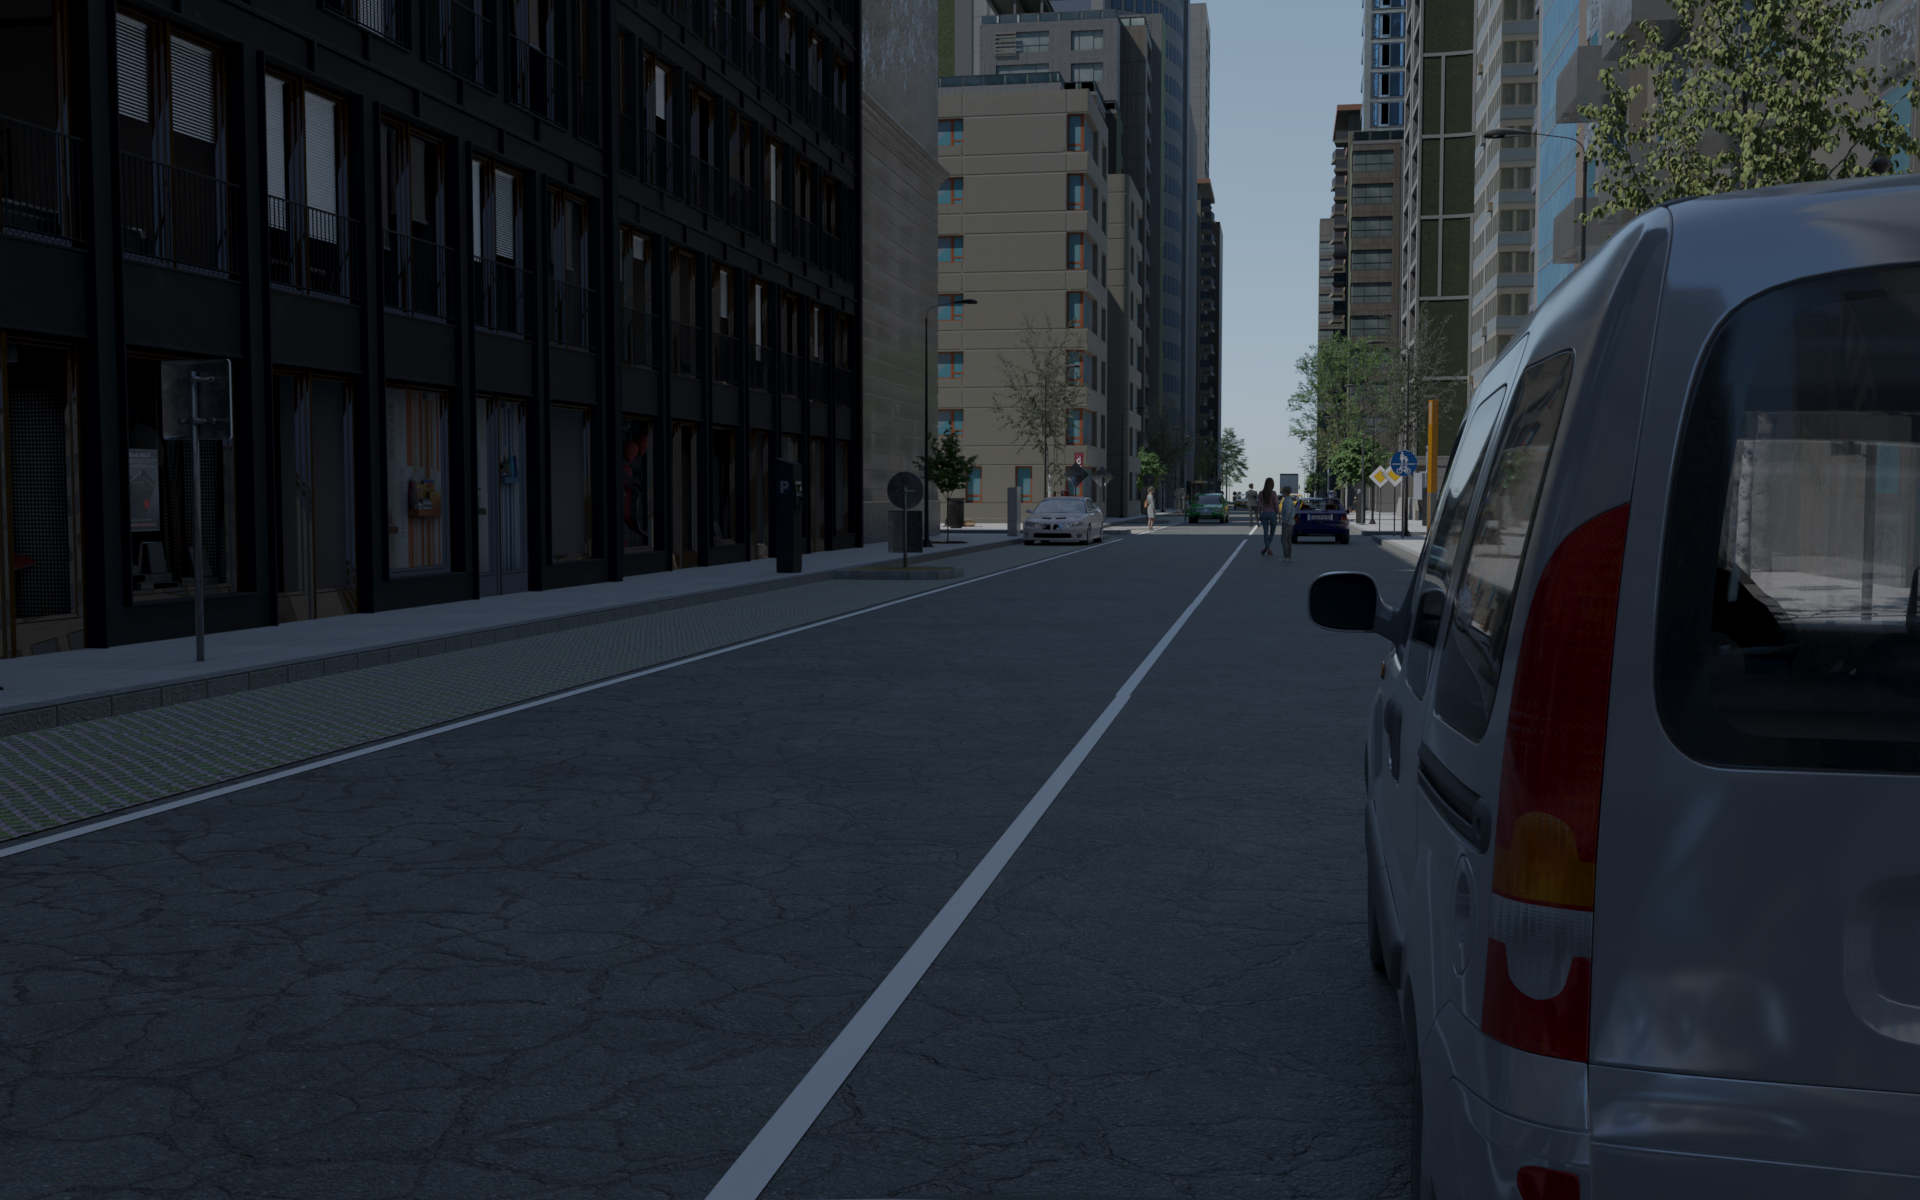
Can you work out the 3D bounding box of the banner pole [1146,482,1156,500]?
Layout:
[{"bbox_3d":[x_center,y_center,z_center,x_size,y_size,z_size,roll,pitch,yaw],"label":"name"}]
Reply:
[{"bbox_3d":[13.555,-8.156,123.365,0.863,3.779,0.401,0,3,0],"label":"banner pole"}]

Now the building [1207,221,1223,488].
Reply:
[{"bbox_3d":[34.670,-38.339,276.955,14.600,45.320,14.200,1,4,10],"label":"building"}]

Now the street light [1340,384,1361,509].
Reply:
[{"bbox_3d":[16.954,-6.166,73.352,1.470,5.913,1.316,1,4,10],"label":"street light"}]

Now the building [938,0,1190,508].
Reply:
[{"bbox_3d":[10.490,-38.109,165.089,21.231,58.520,28.212,1,4,10],"label":"building"}]

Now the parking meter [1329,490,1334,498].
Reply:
[{"bbox_3d":[25.355,-6.719,118.274,0.372,1.533,0.369,0,3,0],"label":"parking meter"}]

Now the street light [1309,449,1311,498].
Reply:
[{"bbox_3d":[30.822,-10.738,148.106,1.470,5.913,1.316,1,4,10],"label":"street light"}]

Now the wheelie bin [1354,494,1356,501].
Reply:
[{"bbox_3d":[28.350,-7.027,122.796,0.693,1.594,0.980,0,4,-3],"label":"wheelie bin"}]

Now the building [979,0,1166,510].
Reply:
[{"bbox_3d":[9.502,-28.180,144.329,14.154,41.232,14.086,1,4,10],"label":"building"}]

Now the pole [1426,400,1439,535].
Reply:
[{"bbox_3d":[10.263,-2.678,37.625,0.158,3.312,0.155,0,3,0],"label":"pole"}]

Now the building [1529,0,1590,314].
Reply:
[{"bbox_3d":[29.824,-25.355,64.666,14.200,45.320,14.600,1,4,10],"label":"building"}]

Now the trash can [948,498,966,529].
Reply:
[{"bbox_3d":[-0.149,-3.234,64.537,0.748,1.137,0.748,0,3,0],"label":"trash can"}]

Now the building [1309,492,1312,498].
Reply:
[{"bbox_3d":[72.250,-35.692,275.437,32.217,40.220,23.993,1,4,10],"label":"building"}]

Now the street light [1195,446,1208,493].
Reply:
[{"bbox_3d":[23.298,-11.964,168.156,1.470,5.913,1.316,1,4,10],"label":"street light"}]

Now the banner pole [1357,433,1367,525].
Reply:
[{"bbox_3d":[16.704,-5.007,71.879,0.401,3.779,0.863,1,4,9],"label":"banner pole"}]

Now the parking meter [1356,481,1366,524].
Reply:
[{"bbox_3d":[17.338,-4.233,74.925,0.255,1.863,0.399,-2,4,-31],"label":"parking meter"}]

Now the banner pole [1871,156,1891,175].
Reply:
[{"bbox_3d":[6.831,-1.417,13.178,0.401,3.779,0.863,0,4,1],"label":"banner pole"}]

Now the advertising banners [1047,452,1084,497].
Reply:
[{"bbox_3d":[4.432,-4.708,73.163,2.074,3.025,0.090,3,5,43],"label":"advertising banners"}]

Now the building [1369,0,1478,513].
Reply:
[{"bbox_3d":[39.684,-41.663,119.441,20.563,71.187,20.611,1,4,10],"label":"building"}]

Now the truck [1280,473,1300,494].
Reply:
[{"bbox_3d":[45.834,-15.419,241.017,2.839,4.237,11.283,1,4,12],"label":"truck"}]

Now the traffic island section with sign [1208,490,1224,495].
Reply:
[{"bbox_3d":[23.245,-9.252,159.898,1.989,1.847,2.006,1,4,10],"label":"traffic island section with sign"}]

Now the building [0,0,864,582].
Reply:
[{"bbox_3d":[-9.802,-12.509,34.208,12.332,23.373,15.834,1,4,10],"label":"building"}]

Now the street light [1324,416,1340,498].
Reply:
[{"bbox_3d":[22.430,-8.004,103.409,1.470,5.913,1.316,1,4,10],"label":"street light"}]

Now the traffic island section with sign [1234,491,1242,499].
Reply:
[{"bbox_3d":[38.353,-14.224,241.181,1.989,1.847,2.006,1,4,10],"label":"traffic island section with sign"}]

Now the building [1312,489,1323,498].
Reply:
[{"bbox_3d":[65.338,-33.299,236.322,32.217,40.220,23.993,1,4,10],"label":"building"}]

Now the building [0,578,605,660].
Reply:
[{"bbox_3d":[-12.438,-11.524,18.095,12.332,23.373,15.834,1,4,10],"label":"building"}]

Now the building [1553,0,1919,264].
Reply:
[{"bbox_3d":[24.386,-25.268,32.742,23.786,49.044,30.456,1,4,10],"label":"building"}]

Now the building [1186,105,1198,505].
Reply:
[{"bbox_3d":[19.999,-33.645,200.202,14.600,45.320,14.200,1,4,10],"label":"building"}]

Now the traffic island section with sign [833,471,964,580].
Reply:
[{"bbox_3d":[-0.991,-1.284,29.620,1.989,1.847,2.006,1,4,10],"label":"traffic island section with sign"}]

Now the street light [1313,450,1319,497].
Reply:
[{"bbox_3d":[28.119,-9.840,133.427,1.470,5.913,1.316,1,4,10],"label":"street light"}]

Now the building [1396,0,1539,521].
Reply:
[{"bbox_3d":[39.135,-24.136,86.512,32.217,40.220,23.993,1,4,10],"label":"building"}]

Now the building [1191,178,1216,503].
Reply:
[{"bbox_3d":[23.226,-35.550,235.874,22.147,44.769,28.867,1,4,10],"label":"building"}]

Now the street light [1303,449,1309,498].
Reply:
[{"bbox_3d":[36.517,-12.637,179.148,1.470,5.913,1.316,1,4,10],"label":"street light"}]

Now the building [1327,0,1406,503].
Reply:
[{"bbox_3d":[46.171,-51.799,159.589,22.319,86.520,31.000,1,4,10],"label":"building"}]

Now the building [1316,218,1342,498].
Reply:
[{"bbox_3d":[60.153,-35.065,256.901,14.154,41.232,14.086,1,4,10],"label":"building"}]

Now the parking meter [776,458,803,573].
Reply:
[{"bbox_3d":[-2.773,-1.373,28.168,0.399,1.863,0.255,2,4,27],"label":"parking meter"}]

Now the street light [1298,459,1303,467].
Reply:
[{"bbox_3d":[45.837,-15.701,229.258,1.470,5.913,1.316,1,4,10],"label":"street light"}]

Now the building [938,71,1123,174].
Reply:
[{"bbox_3d":[3.817,-21.469,122.723,14.160,30.474,14.107,1,4,10],"label":"building"}]

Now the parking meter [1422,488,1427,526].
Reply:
[{"bbox_3d":[18.736,-3.735,69.477,0.372,1.533,0.369,0,3,0],"label":"parking meter"}]

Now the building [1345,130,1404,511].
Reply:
[{"bbox_3d":[38.417,-22.513,139.782,14.160,30.474,14.107,1,4,10],"label":"building"}]

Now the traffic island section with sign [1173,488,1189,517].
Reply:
[{"bbox_3d":[14.103,-6.247,110.770,1.989,1.847,2.006,1,4,10],"label":"traffic island section with sign"}]

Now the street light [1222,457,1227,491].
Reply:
[{"bbox_3d":[32.797,-15.084,219.160,1.470,5.913,1.316,1,4,10],"label":"street light"}]

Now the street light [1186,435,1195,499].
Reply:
[{"bbox_3d":[17.649,-10.083,137.402,1.470,5.913,1.316,1,4,10],"label":"street light"}]

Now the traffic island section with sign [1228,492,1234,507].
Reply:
[{"bbox_3d":[28.223,-10.889,186.666,1.989,1.847,2.006,1,4,10],"label":"traffic island section with sign"}]

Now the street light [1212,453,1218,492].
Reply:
[{"bbox_3d":[28.934,-13.804,198.235,1.470,5.913,1.316,1,4,10],"label":"street light"}]

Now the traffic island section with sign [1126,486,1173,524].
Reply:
[{"bbox_3d":[9.134,-4.612,84.039,1.989,1.847,2.006,1,4,10],"label":"traffic island section with sign"}]

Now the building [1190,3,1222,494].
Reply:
[{"bbox_3d":[28.967,-50.233,259.553,20.563,71.187,20.611,1,4,10],"label":"building"}]

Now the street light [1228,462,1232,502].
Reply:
[{"bbox_3d":[38.346,-16.921,249.204,1.470,5.913,1.316,1,4,10],"label":"street light"}]

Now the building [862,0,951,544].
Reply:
[{"bbox_3d":[-13.552,-15.442,49.745,25.104,27.353,12.463,1,4,10],"label":"building"}]

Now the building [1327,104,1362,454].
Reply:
[{"bbox_3d":[52.142,-32.803,190.953,22.147,44.769,28.867,1,4,10],"label":"building"}]

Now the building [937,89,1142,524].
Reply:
[{"bbox_3d":[-5.483,-15.034,90.852,27.650,21.520,28.899,1,4,10],"label":"building"}]
